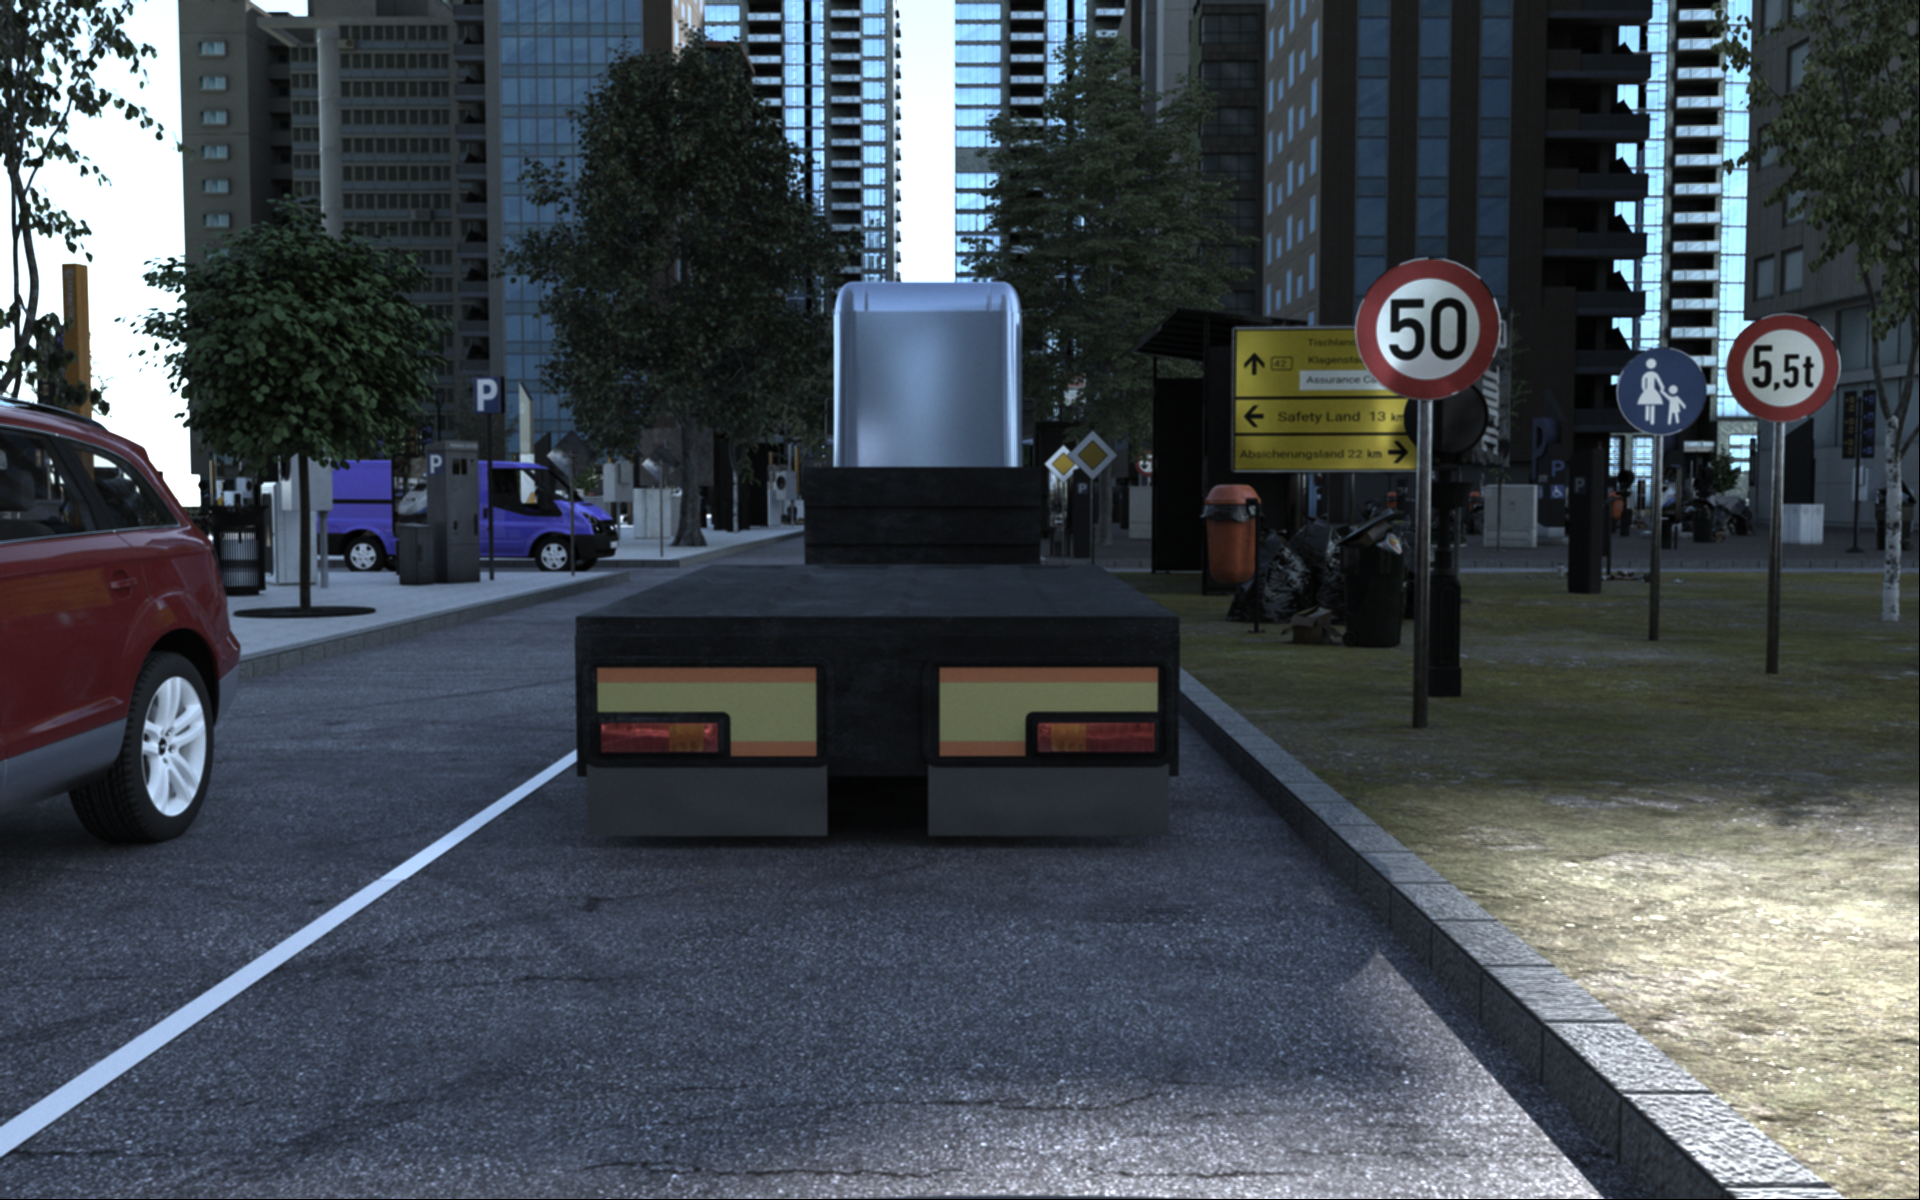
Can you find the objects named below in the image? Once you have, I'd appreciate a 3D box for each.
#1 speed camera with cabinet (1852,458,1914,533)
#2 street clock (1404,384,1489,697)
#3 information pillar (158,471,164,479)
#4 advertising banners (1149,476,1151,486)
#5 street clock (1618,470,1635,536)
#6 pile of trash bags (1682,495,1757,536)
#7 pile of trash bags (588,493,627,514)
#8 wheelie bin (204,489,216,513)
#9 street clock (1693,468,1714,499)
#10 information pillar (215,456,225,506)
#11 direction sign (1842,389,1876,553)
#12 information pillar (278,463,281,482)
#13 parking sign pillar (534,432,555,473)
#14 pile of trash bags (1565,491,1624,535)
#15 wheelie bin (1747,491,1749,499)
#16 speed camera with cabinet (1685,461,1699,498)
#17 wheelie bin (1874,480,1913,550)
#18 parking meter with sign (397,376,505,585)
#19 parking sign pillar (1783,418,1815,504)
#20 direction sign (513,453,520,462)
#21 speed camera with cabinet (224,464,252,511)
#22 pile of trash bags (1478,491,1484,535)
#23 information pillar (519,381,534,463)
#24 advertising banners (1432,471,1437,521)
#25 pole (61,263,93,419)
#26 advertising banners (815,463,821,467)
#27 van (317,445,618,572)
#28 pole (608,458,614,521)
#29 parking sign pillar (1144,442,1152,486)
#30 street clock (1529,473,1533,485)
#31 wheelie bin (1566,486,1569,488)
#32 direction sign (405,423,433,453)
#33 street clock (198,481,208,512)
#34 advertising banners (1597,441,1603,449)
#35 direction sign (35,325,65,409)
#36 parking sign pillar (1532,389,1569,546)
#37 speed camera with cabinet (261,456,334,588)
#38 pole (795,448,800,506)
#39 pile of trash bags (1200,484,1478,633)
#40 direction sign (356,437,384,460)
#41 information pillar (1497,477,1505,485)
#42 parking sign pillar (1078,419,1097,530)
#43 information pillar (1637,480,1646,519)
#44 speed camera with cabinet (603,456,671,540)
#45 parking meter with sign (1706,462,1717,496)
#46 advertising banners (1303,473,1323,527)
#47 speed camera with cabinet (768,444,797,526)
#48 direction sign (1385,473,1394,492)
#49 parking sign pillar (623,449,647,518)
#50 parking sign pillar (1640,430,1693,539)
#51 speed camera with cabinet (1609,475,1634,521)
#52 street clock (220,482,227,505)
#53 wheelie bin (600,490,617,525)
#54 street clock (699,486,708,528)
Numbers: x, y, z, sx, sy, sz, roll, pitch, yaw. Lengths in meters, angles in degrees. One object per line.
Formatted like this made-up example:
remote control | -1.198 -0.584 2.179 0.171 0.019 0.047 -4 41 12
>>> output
speed camera with cabinet | 30.439 -3.840 57.116 0.660 3.252 2.038 -1 4 -16
street clock | 3.069 -0.393 10.989 0.471 2.002 0.358 0 4 -7
information pillar | -25.194 -3.057 54.480 0.304 2.012 0.304 -2 4 -26
advertising banners | 7.490 -4.524 70.155 0.090 3.025 2.074 1 4 22
street clock | 20.205 -2.937 52.590 0.358 2.002 0.471 -1 4 -23
pile of trash bags | 23.564 -2.764 54.938 1.912 1.369 3.447 -1 4 -15
pile of trash bags | -22.033 -6.056 108.773 1.912 1.369 3.447 2 4 35
wheelie bin | -46.078 -6.015 106.247 0.693 1.594 0.980 -1 4 -12
street clock | 20.360 -2.615 47.332 0.358 2.002 0.471 0 4 -1
information pillar | -44.448 -6.893 104.055 0.504 3.616 0.183 -2 4 -29
direction sign | 19.667 -2.810 37.948 0.379 3.537 0.876 -1 4 -16
information pillar | -14.485 -2.812 37.324 0.504 3.616 0.183 1 4 23
parking sign pillar | -18.243 -5.309 75.274 1.447 3.967 1.447 2 4 24
pile of trash bags | 19.812 -2.799 55.509 3.447 1.369 1.912 -1 4 -17
wheelie bin | 46.693 -5.753 101.966 0.693 1.594 0.980 1 4 16
speed camera with cabinet | 42.658 -6.592 102.115 2.038 3.252 0.660 -1 4 -18
wheelie bin | 21.373 -1.939 39.617 0.693 1.594 0.980 0 4 -4
parking meter with sign | -7.361 -1.760 25.034 0.543 3.016 1.738 2 4 27
parking sign pillar | 29.699 -4.478 61.681 1.447 3.967 1.447 -3 5 -43
direction sign | -24.267 -6.290 94.837 0.379 3.537 0.876 1 4 15
speed camera with cabinet | -39.207 -6.098 94.040 0.660 3.252 2.038 0 4 6
pile of trash bags | 16.423 -2.831 56.042 1.912 1.369 3.447 2 4 25
information pillar | -8.989 -2.728 35.959 0.183 3.616 0.504 -3 5 -41
advertising banners | 17.074 -4.024 61.975 0.090 3.025 2.074 0 4 5
pole | -7.844 -1.321 15.445 0.158 3.312 0.155 0 3 0
advertising banners | -7.335 -6.107 96.043 2.074 3.025 0.090 3 5 44
van | -8.845 -1.646 31.288 5.245 2.365 2.240 0 4 2
pole | -13.081 -4.345 64.883 0.158 3.312 0.155 0 3 0
parking sign pillar | 9.828 -6.123 88.591 1.447 3.967 1.447 -1 4 -10
street clock | 19.775 -3.379 59.815 0.358 2.002 0.471 1 4 23
wheelie bin | 24.318 -3.740 69.064 0.980 1.594 0.693 -2 4 -35
direction sign | -17.136 -3.848 54.910 0.876 3.537 0.379 -3 4 -37
street clock | -41.160 -5.482 94.202 0.471 2.002 0.358 0 4 -5
advertising banners | 21.053 -3.763 57.713 0.090 3.025 2.074 0 4 4
direction sign | -12.218 -1.922 23.416 0.876 3.537 0.379 3 4 36
parking sign pillar | 14.883 -3.381 43.747 1.447 3.967 1.447 0 4 0
speed camera with cabinet | -9.285 -1.826 24.187 0.660 3.252 2.038 -2 4 -32
pole | -7.157 -5.031 76.095 0.158 3.312 0.155 0 3 0
pile of trash bags | 3.484 -0.459 17.250 1.912 1.369 3.447 3 5 40
direction sign | -19.658 -4.023 57.777 0.876 3.537 0.379 0 4 -8
information pillar | 22.764 -4.187 72.956 0.304 2.012 0.304 1 4 20
parking sign pillar | 4.203 -4.509 62.198 1.447 3.967 1.447 -2 4 -28
information pillar | 35.184 -5.196 89.448 0.304 2.012 0.304 -1 4 -20
speed camera with cabinet | -9.213 -3.370 49.431 0.660 3.252 2.038 3 5 40
parking meter with sign | 40.327 -5.909 92.865 0.543 3.016 1.738 1 4 21
advertising banners | 8.936 -3.010 45.398 0.090 3.025 2.074 -2 4 -27
speed camera with cabinet | -7.332 -4.565 68.973 0.660 3.252 2.038 -3 5 -43
direction sign | 17.452 -4.793 70.359 0.379 3.537 0.876 2 4 35
parking sign pillar | -16.590 -6.149 89.000 1.447 3.967 1.447 1 4 22
parking sign pillar | 20.506 -3.773 50.165 1.447 3.967 1.447 0 4 3
speed camera with cabinet | 31.013 -5.352 81.840 0.660 3.252 2.038 -1 4 -14
street clock | -42.785 -5.877 100.659 0.471 2.002 0.358 3 5 44
wheelie bin | -14.675 -3.970 72.818 0.693 1.594 0.980 3 5 42
street clock | -9.766 -3.751 65.906 0.471 2.002 0.358 3 5 44
